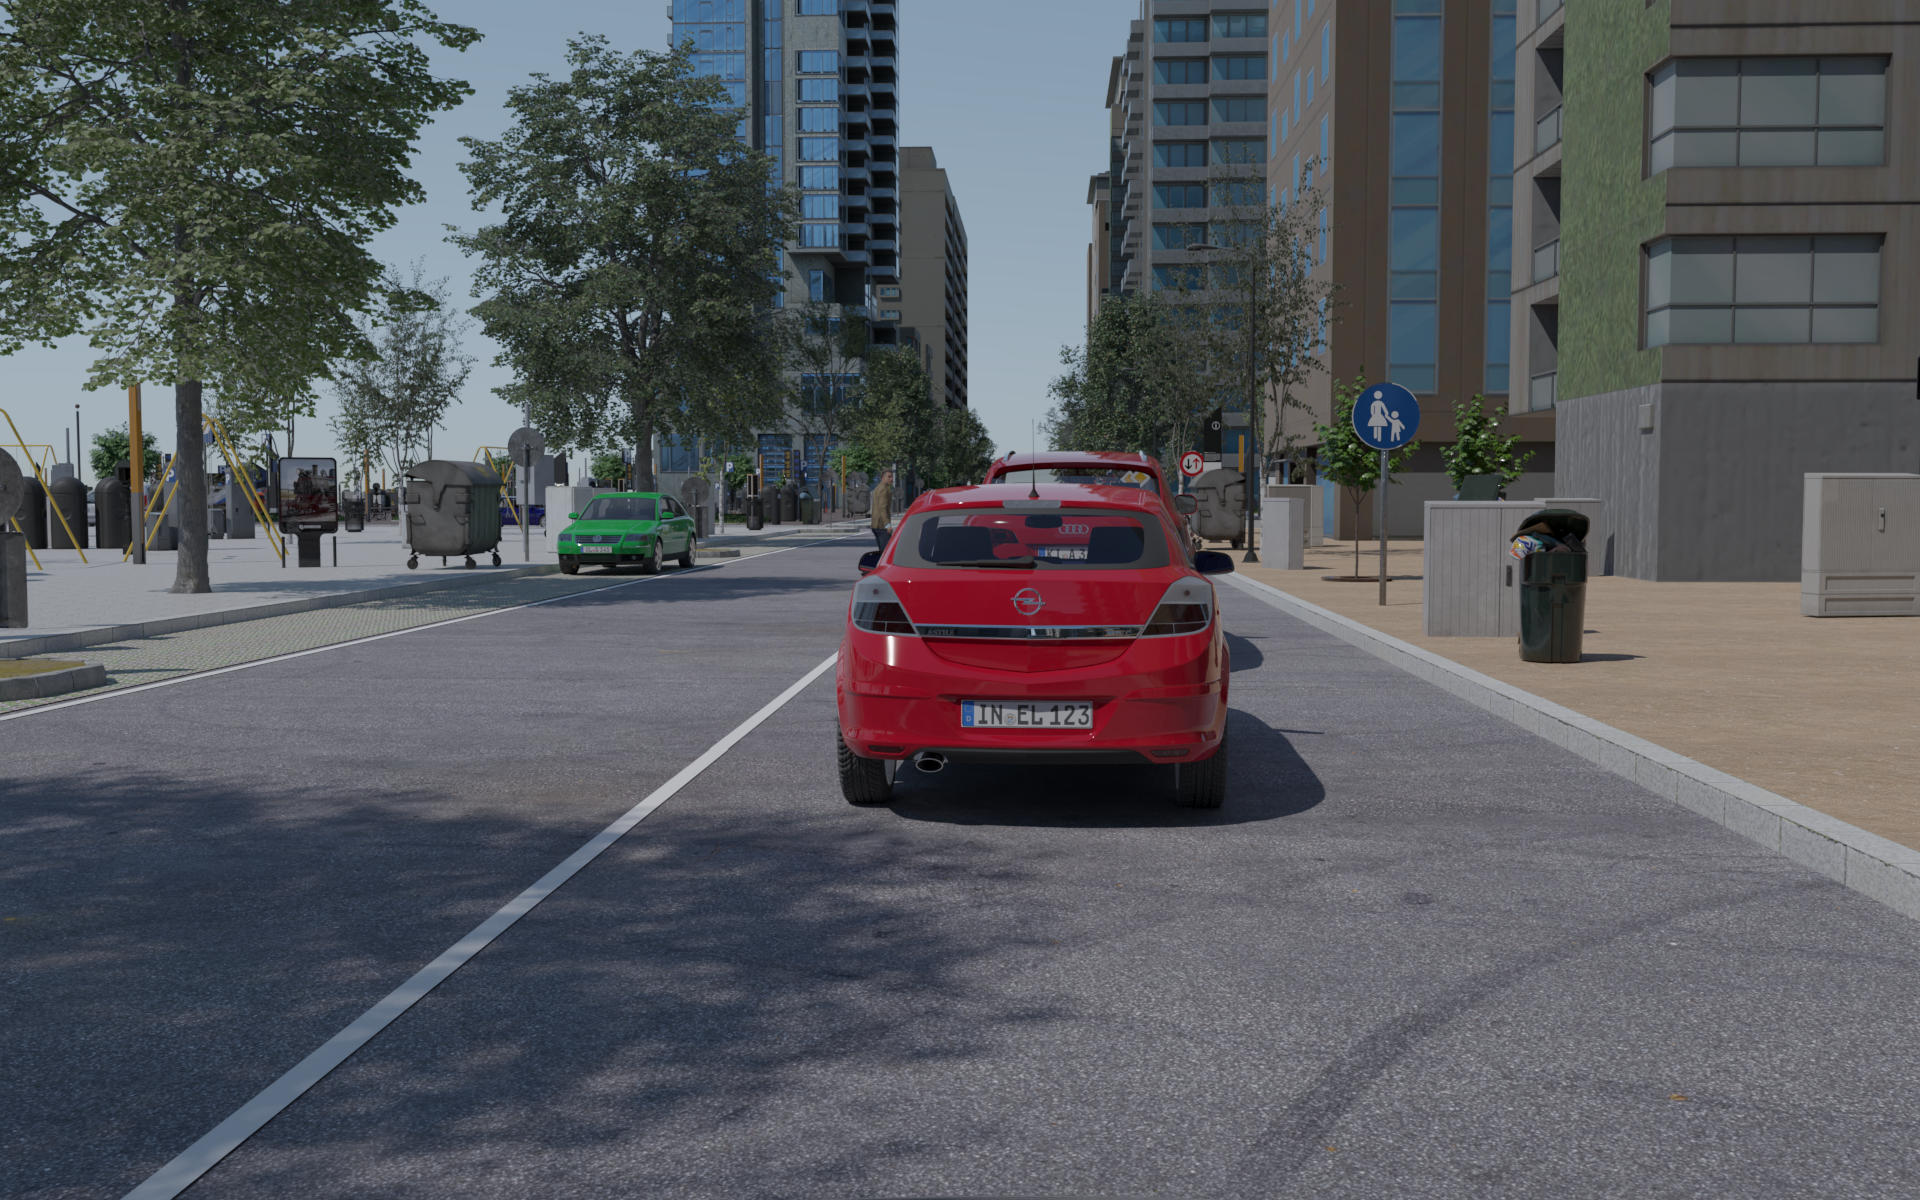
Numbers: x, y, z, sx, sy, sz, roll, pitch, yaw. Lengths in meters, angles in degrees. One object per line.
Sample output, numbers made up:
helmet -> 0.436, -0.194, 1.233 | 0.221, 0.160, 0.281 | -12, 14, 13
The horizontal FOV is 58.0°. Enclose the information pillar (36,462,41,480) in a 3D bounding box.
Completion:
information pillar -> -66.717, -8.201, 125.435 | 0.183, 3.616, 0.504 | 0, 4, 5

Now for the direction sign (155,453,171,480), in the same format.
direction sign -> -44.394, -6.397, 96.595 | 0.876, 3.537, 0.379 | 0, 4, -1

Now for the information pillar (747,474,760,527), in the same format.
information pillar -> -7.659, -3.647, 64.115 | 0.304, 2.012, 0.304 | -3, 5, -43

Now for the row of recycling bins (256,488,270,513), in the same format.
row of recycling bins -> -43.917, -6.276, 109.731 | 3.534, 1.692, 1.069 | 2, 4, 33

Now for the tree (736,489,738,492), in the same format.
tree -> -19.322, -9.186, 144.785 | 1.663, 3.219, 1.824 | 0, 3, 0

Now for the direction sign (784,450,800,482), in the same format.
direction sign -> -8.551, -5.882, 88.164 | 0.876, 3.537, 0.379 | 2, 4, 25

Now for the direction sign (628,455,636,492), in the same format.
direction sign -> -18.808, -6.591, 99.756 | 0.876, 3.537, 0.379 | 0, 4, -3

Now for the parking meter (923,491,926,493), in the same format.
parking meter -> -3.011, -8.542, 148.066 | 0.372, 1.533, 0.369 | 0, 3, 0

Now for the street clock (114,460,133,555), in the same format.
street clock -> -17.592, -1.961, 36.628 | 0.471, 2.002, 0.358 | 1, 4, 14

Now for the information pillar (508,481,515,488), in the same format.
information pillar -> -25.074, -5.647, 96.822 | 0.304, 2.012, 0.304 | -3, 5, -43

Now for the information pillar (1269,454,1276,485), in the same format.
information pillar -> 15.266, -5.679, 84.205 | 0.504, 3.616, 0.183 | 2, 4, 28

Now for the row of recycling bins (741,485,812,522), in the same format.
row of recycling bins -> -8.485, -4.531, 81.194 | 3.534, 1.692, 1.069 | 0, 4, -6

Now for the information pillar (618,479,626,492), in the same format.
information pillar -> -16.442, -4.891, 84.456 | 0.304, 2.012, 0.304 | 1, 4, 17

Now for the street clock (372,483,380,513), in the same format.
street clock -> -37.381, -6.508, 110.970 | 0.358, 2.002, 0.471 | 2, 4, 25

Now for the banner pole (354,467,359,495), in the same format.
banner pole -> -49.594, -9.311, 142.255 | 0.863, 3.779, 0.401 | 3, 5, 41

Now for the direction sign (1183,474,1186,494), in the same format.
direction sign -> 18.106, -9.066, 140.229 | 0.379, 3.537, 0.876 | 2, 4, 26

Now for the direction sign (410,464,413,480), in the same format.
direction sign -> -36.439, -7.528, 115.087 | 0.379, 3.537, 0.876 | 0, 4, -7

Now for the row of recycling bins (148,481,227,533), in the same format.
row of recycling bins -> -24.948, -3.008, 56.298 | 1.069, 1.692, 3.534 | 1, 4, 17

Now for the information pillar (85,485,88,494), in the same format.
information pillar -> -69.523, -8.146, 137.684 | 0.304, 2.012, 0.304 | 3, 5, 44

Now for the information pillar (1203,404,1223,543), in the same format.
information pillar -> 6.627, -3.303, 45.362 | 0.504, 3.616, 0.183 | 1, 4, 19

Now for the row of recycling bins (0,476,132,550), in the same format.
row of recycling bins -> -21.215, -2.036, 40.398 | 3.534, 1.692, 1.069 | -1, 4, -15

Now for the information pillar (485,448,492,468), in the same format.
information pillar -> -23.271, -5.757, 85.475 | 0.504, 3.616, 0.183 | 3, 5, 42

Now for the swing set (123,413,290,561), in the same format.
swing set -> -15.081, -2.273, 34.788 | 2.862, 2.851, 3.119 | -1, 4, -19

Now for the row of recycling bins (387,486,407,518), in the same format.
row of recycling bins -> -30.028, -5.261, 93.130 | 1.069, 1.692, 3.534 | -1, 4, -21

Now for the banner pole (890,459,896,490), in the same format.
banner pole -> -4.719, -8.042, 121.508 | 0.401, 3.779, 0.863 | -3, 4, -39

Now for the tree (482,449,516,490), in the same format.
tree -> -33.391, -8.701, 125.968 | 4.285, 4.588, 4.351 | 0, 3, 0

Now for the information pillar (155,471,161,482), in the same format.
information pillar -> -60.796, -8.562, 131.335 | 0.504, 3.616, 0.183 | 1, 4, 23

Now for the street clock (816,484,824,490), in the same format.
street clock -> -9.465, -6.889, 117.202 | 0.471, 2.002, 0.358 | -2, 4, -23

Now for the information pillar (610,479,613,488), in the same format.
information pillar -> -16.975, -4.852, 83.830 | 0.304, 2.012, 0.304 | 0, 4, -7

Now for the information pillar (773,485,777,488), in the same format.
information pillar -> -15.404, -8.540, 144.114 | 0.304, 2.012, 0.304 | 0, 4, 1

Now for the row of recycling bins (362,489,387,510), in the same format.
row of recycling bins -> -43.865, -7.639, 132.017 | 1.069, 1.692, 3.534 | 2, 4, 26

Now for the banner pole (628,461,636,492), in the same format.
banner pole -> -24.606, -8.544, 129.710 | 0.863, 3.779, 0.401 | -1, 4, -13

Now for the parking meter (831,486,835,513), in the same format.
parking meter -> -8.772, -6.960, 119.500 | 0.255, 1.863, 0.399 | -1, 4, -16

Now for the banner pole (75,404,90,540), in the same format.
banner pole -> -24.601, -3.571, 48.407 | 0.401, 3.779, 0.863 | -2, 4, -24

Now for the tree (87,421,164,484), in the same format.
tree -> -37.309, -5.729, 77.390 | 4.285, 4.588, 4.351 | 0, 3, 0

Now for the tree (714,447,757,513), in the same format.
tree -> -15.538, -8.347, 120.192 | 4.285, 4.588, 4.351 | 0, 3, 0

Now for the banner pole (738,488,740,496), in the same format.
banner pole -> -17.625, -9.148, 139.580 | 0.863, 3.779, 0.401 | 1, 4, 19

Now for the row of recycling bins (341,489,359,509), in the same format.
row of recycling bins -> -51.380, -8.682, 149.062 | 3.534, 1.692, 1.069 | -2, 4, -27

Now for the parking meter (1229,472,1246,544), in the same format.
parking meter -> 7.179, -2.391, 44.807 | 0.399, 1.863, 0.255 | -2, 4, -30

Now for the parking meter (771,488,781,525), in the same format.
parking meter -> -7.639, -3.885, 71.928 | 0.372, 1.533, 0.369 | 0, 3, 0

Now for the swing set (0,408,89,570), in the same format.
swing set -> -17.200, -1.999, 30.312 | 2.862, 2.851, 3.119 | -1, 4, -13

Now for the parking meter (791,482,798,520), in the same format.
parking meter -> -8.162, -4.874, 85.397 | 0.255, 1.863, 0.399 | -2, 4, -25

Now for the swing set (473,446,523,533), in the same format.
swing set -> -15.240, -3.689, 57.937 | 2.862, 2.851, 3.119 | 1, 4, 11

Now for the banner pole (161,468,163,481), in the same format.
banner pole -> -67.345, -9.527, 145.785 | 0.863, 3.779, 0.401 | 1, 4, 10

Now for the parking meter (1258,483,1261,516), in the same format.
parking meter -> 15.649, -5.140, 89.745 | 0.399, 1.863, 0.255 | 1, 4, 16

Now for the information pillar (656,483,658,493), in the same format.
information pillar -> -19.441, -6.481, 110.448 | 0.304, 2.012, 0.304 | 2, 4, 27
